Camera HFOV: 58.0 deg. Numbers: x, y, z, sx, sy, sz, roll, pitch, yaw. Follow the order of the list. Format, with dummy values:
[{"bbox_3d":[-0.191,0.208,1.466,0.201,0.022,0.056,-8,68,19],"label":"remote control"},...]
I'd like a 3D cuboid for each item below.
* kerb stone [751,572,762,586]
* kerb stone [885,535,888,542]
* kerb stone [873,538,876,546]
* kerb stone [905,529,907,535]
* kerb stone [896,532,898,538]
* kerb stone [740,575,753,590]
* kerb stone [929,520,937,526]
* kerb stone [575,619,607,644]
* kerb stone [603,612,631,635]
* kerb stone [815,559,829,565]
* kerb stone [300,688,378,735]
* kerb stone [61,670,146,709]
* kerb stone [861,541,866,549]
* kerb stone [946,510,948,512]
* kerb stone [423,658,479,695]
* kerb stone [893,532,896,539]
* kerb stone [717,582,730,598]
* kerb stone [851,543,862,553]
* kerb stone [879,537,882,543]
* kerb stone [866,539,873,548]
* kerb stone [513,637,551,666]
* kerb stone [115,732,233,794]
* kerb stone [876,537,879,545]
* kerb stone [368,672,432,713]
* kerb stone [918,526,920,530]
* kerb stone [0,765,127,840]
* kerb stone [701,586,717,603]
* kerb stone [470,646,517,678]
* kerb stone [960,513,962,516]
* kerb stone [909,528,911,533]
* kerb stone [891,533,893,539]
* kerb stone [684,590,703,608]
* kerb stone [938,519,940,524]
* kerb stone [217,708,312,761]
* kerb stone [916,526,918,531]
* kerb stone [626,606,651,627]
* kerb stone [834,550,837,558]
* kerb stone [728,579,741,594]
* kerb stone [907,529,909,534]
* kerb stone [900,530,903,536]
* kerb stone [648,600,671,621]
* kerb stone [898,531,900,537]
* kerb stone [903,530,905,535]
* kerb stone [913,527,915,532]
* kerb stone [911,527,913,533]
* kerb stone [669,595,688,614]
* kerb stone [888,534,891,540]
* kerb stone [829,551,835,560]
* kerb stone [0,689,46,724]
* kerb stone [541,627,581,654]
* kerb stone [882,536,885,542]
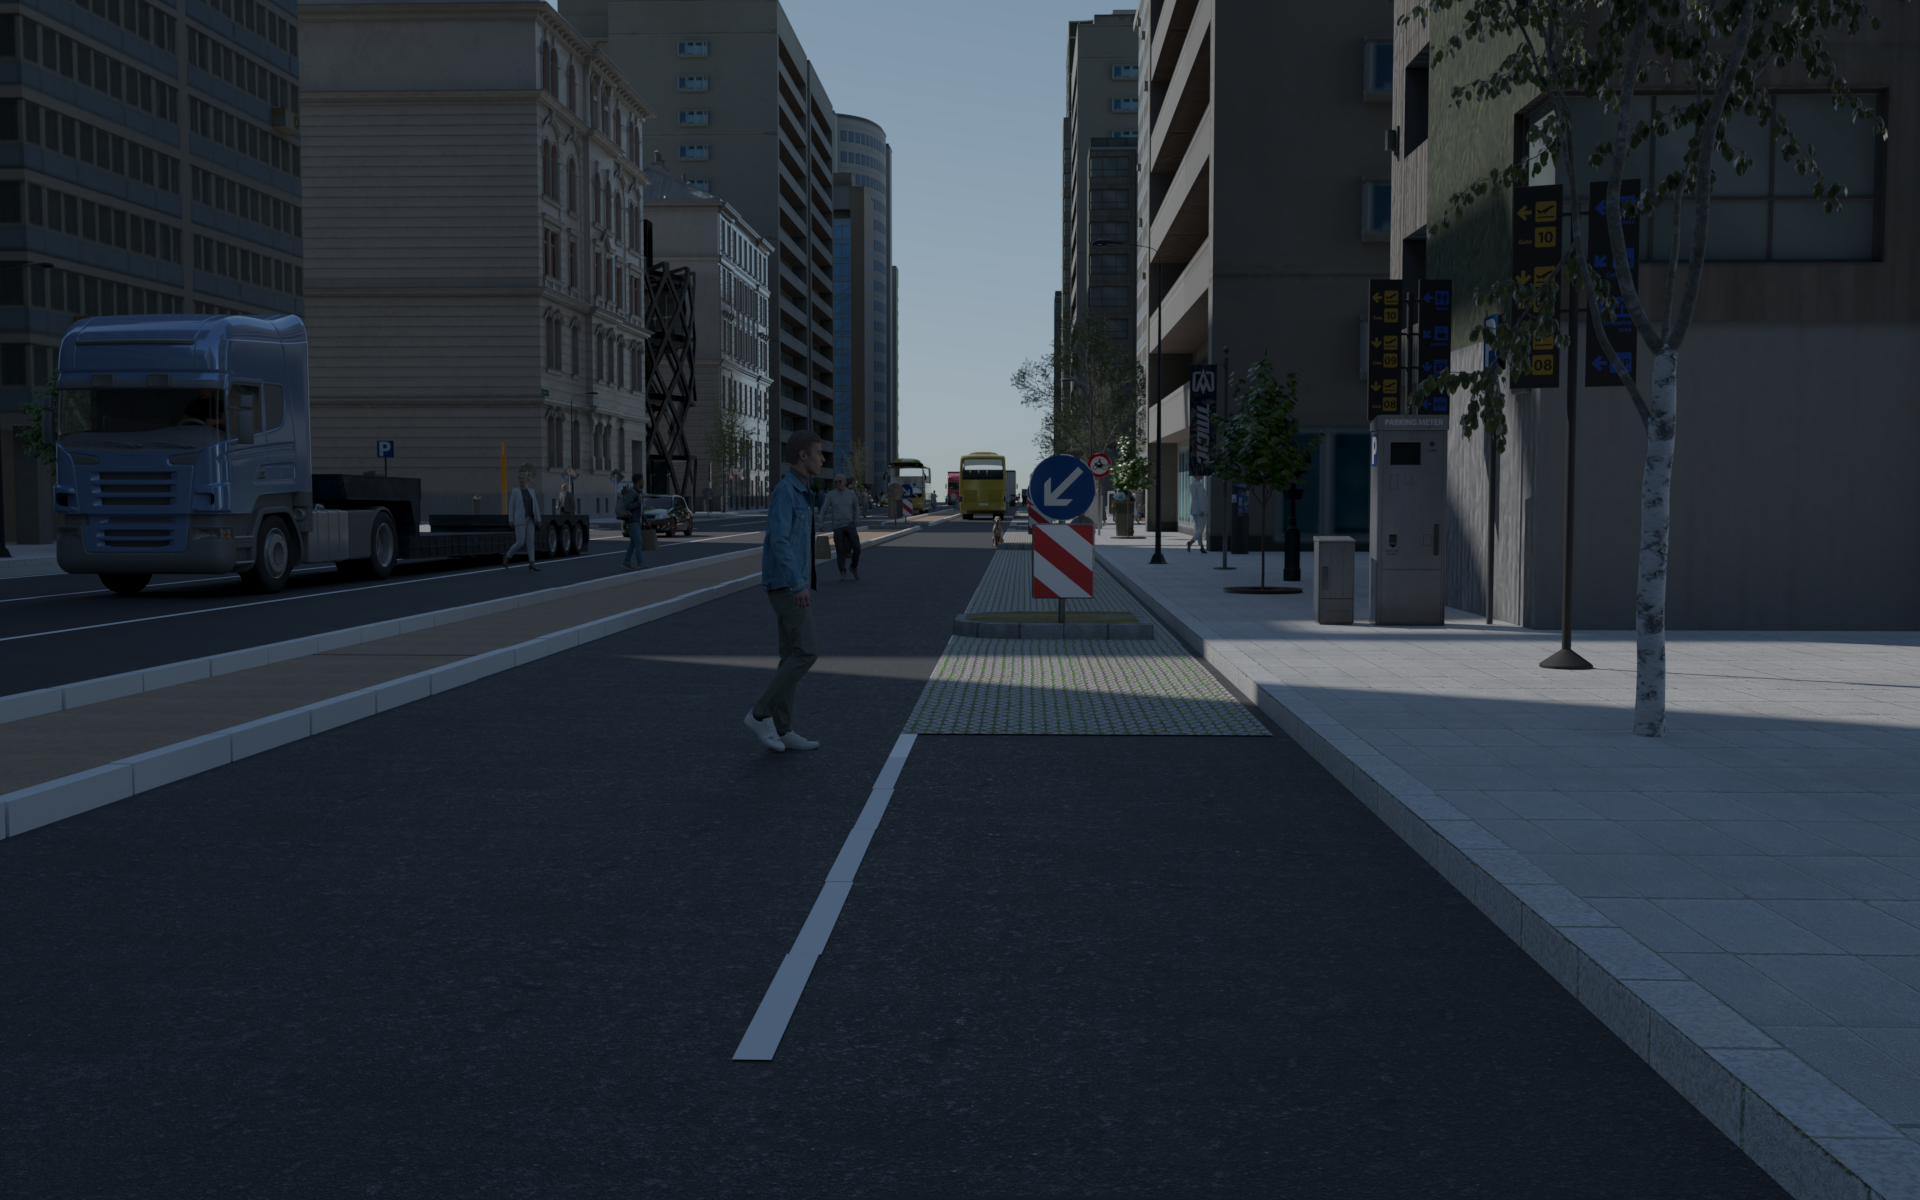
[{"bbox_3d":[-3.266,-0.306,27.199,0.120,0.150,1.000,0,4,2],"label":"kerb stone"},{"bbox_3d":[-2.328,-1.809,51.795,0.120,0.150,1.000,0,4,2],"label":"kerb stone"},{"bbox_3d":[-2.491,-1.559,47.685,0.120,0.150,1.000,0,4,2],"label":"kerb stone"},{"bbox_3d":[-2.019,-2.303,59.989,0.120,0.150,1.000,0,4,2],"label":"kerb stone"},{"bbox_3d":[-2.176,-2.056,55.890,0.120,0.150,1.000,0,4,2],"label":"kerb stone"},{"bbox_3d":[-3.308,-0.238,26.178,0.120,0.150,1.000,0,4,2],"label":"kerb stone"},{"bbox_3d":[-1.249,-3.536,80.017,0.120,0.150,1.000,0,4,2],"label":"kerb stone"},{"bbox_3d":[-3.659,0.321,16.951,0.120,0.150,1.000,0,4,2],"label":"kerb stone"},{"bbox_3d":[-3.619,0.259,17.972,0.120,0.150,1.000,0,4,2],"label":"kerb stone"},{"bbox_3d":[-2.921,-0.870,36.423,0.120,0.150,1.000,0,4,2],"label":"kerb stone"},{"bbox_3d":[-3.893,0.697,10.800,0.120,0.150,1.000,0,4,2],"label":"kerb stone"},{"bbox_3d":[-5.947,0.627,11.939,0.120,0.150,1.000,0,4,2],"label":"kerb stone"},{"bbox_3d":[-2.605,-1.370,44.618,0.120,0.150,1.000,0,4,2],"label":"kerb stone"},{"bbox_3d":[-1.250,-6.924,135.402,0.120,0.150,1.000,0,4,2],"label":"kerb stone"},{"bbox_3d":[-3.807,0.571,12.853,0.120,0.150,1.000,0,4,2],"label":"kerb stone"},{"bbox_3d":[-2.219,-1.994,54.867,0.120,0.150,1.000,0,4,2],"label":"kerb stone"},{"bbox_3d":[-3.382,-0.111,24.135,0.120,0.150,1.000,0,4,2],"label":"kerb stone"},{"bbox_3d":[-2.636,-1.304,43.597,0.120,0.150,1.000,0,4,2],"label":"kerb stone"},{"bbox_3d":[-2.412,-1.685,49.747,0.120,0.150,1.000,0,4,2],"label":"kerb stone"},{"bbox_3d":[-2.529,-1.496,46.663,0.120,0.150,1.000,0,4,2],"label":"kerb stone"},{"bbox_3d":[-3.737,0.453,14.901,0.120,0.150,1.000,0,4,2],"label":"kerb stone"},{"bbox_3d":[-3.977,0.822,8.757,0.120,0.150,1.000,0,4,2],"label":"kerb stone"},{"bbox_3d":[-2.450,-1.622,48.718,0.120,0.150,1.000,0,4,2],"label":"kerb stone"},{"bbox_3d":[-3.853,0.634,11.828,0.120,0.150,1.000,0,4,2],"label":"kerb stone"},{"bbox_3d":[-1.745,-2.750,67.161,0.120,0.150,1.000,0,4,2],"label":"kerb stone"},{"bbox_3d":[-4.012,0.887,7.734,0.120,0.150,1.000,0,4,2],"label":"kerb stone"},{"bbox_3d":[-3.431,-0.056,23.113,0.120,0.150,1.000,0,4,2],"label":"kerb stone"},{"bbox_3d":[-3.778,0.510,13.879,0.120,0.150,1.000,0,4,2],"label":"kerb stone"},{"bbox_3d":[-0.120,-5.351,109.692,0.120,0.150,1.000,0,4,2],"label":"kerb stone"},{"bbox_3d":[-1.942,-2.437,62.035,0.120,0.150,1.000,0,4,2],"label":"kerb stone"},{"bbox_3d":[-2.255,-1.934,53.842,0.120,0.150,1.000,0,4,2],"label":"kerb stone"},{"bbox_3d":[-3.462,0.007,22.083,0.120,0.150,1.000,0,4,2],"label":"kerb stone"},{"bbox_3d":[-1.173,-3.662,82.064,0.120,0.150,1.000,0,4,2],"label":"kerb stone"},{"bbox_3d":[-3.937,0.759,9.778,0.120,0.150,1.000,0,4,2],"label":"kerb stone"},{"bbox_3d":[-1.791,-2.688,66.138,0.120,0.150,1.000,0,4,2],"label":"kerb stone"},{"bbox_3d":[-3.582,0.196,18.994,0.120,0.150,1.000,0,4,2],"label":"kerb stone"},{"bbox_3d":[-2.833,-0.995,38.466,0.120,0.150,1.000,0,4,2],"label":"kerb stone"},{"bbox_3d":[-3.354,-0.181,25.156,0.120,0.150,1.000,0,4,2],"label":"kerb stone"},{"bbox_3d":[-1.979,-2.374,61.012,0.120,0.150,1.000,0,4,2],"label":"kerb stone"},{"bbox_3d":[-2.095,-2.186,57.941,0.120,0.150,1.000,0,4,2],"label":"kerb stone"},{"bbox_3d":[-3.533,0.136,20.023,0.120,0.150,1.000,0,4,2],"label":"kerb stone"},{"bbox_3d":[-2.135,-2.124,56.920,0.120,0.150,1.000,0,4,2],"label":"kerb stone"},{"bbox_3d":[-2.056,-2.249,58.966,0.120,0.150,1.000,0,4,2],"label":"kerb stone"},{"bbox_3d":[-1.863,-2.562,64.082,0.120,0.150,1.000,0,4,2],"label":"kerb stone"},{"bbox_3d":[-1.903,-2.499,63.060,0.120,0.150,1.000,0,4,2],"label":"kerb stone"},{"bbox_3d":[-3.498,0.078,21.055,0.120,0.150,1.000,0,4,2],"label":"kerb stone"},{"bbox_3d":[-2.294,-1.873,52.816,0.120,0.150,1.000,0,4,2],"label":"kerb stone"},{"bbox_3d":[-2.875,-0.931,37.444,0.120,0.150,1.000,0,4,2],"label":"kerb stone"},{"bbox_3d":[-5.996,0.690,10.912,0.120,0.150,1.000,0,4,2],"label":"kerb stone"},{"bbox_3d":[-3.702,0.383,15.927,0.120,0.150,1.000,0,4,2],"label":"kerb stone"},{"bbox_3d":[-2.373,-1.745,50.772,0.120,0.150,1.000,0,4,2],"label":"kerb stone"}]
